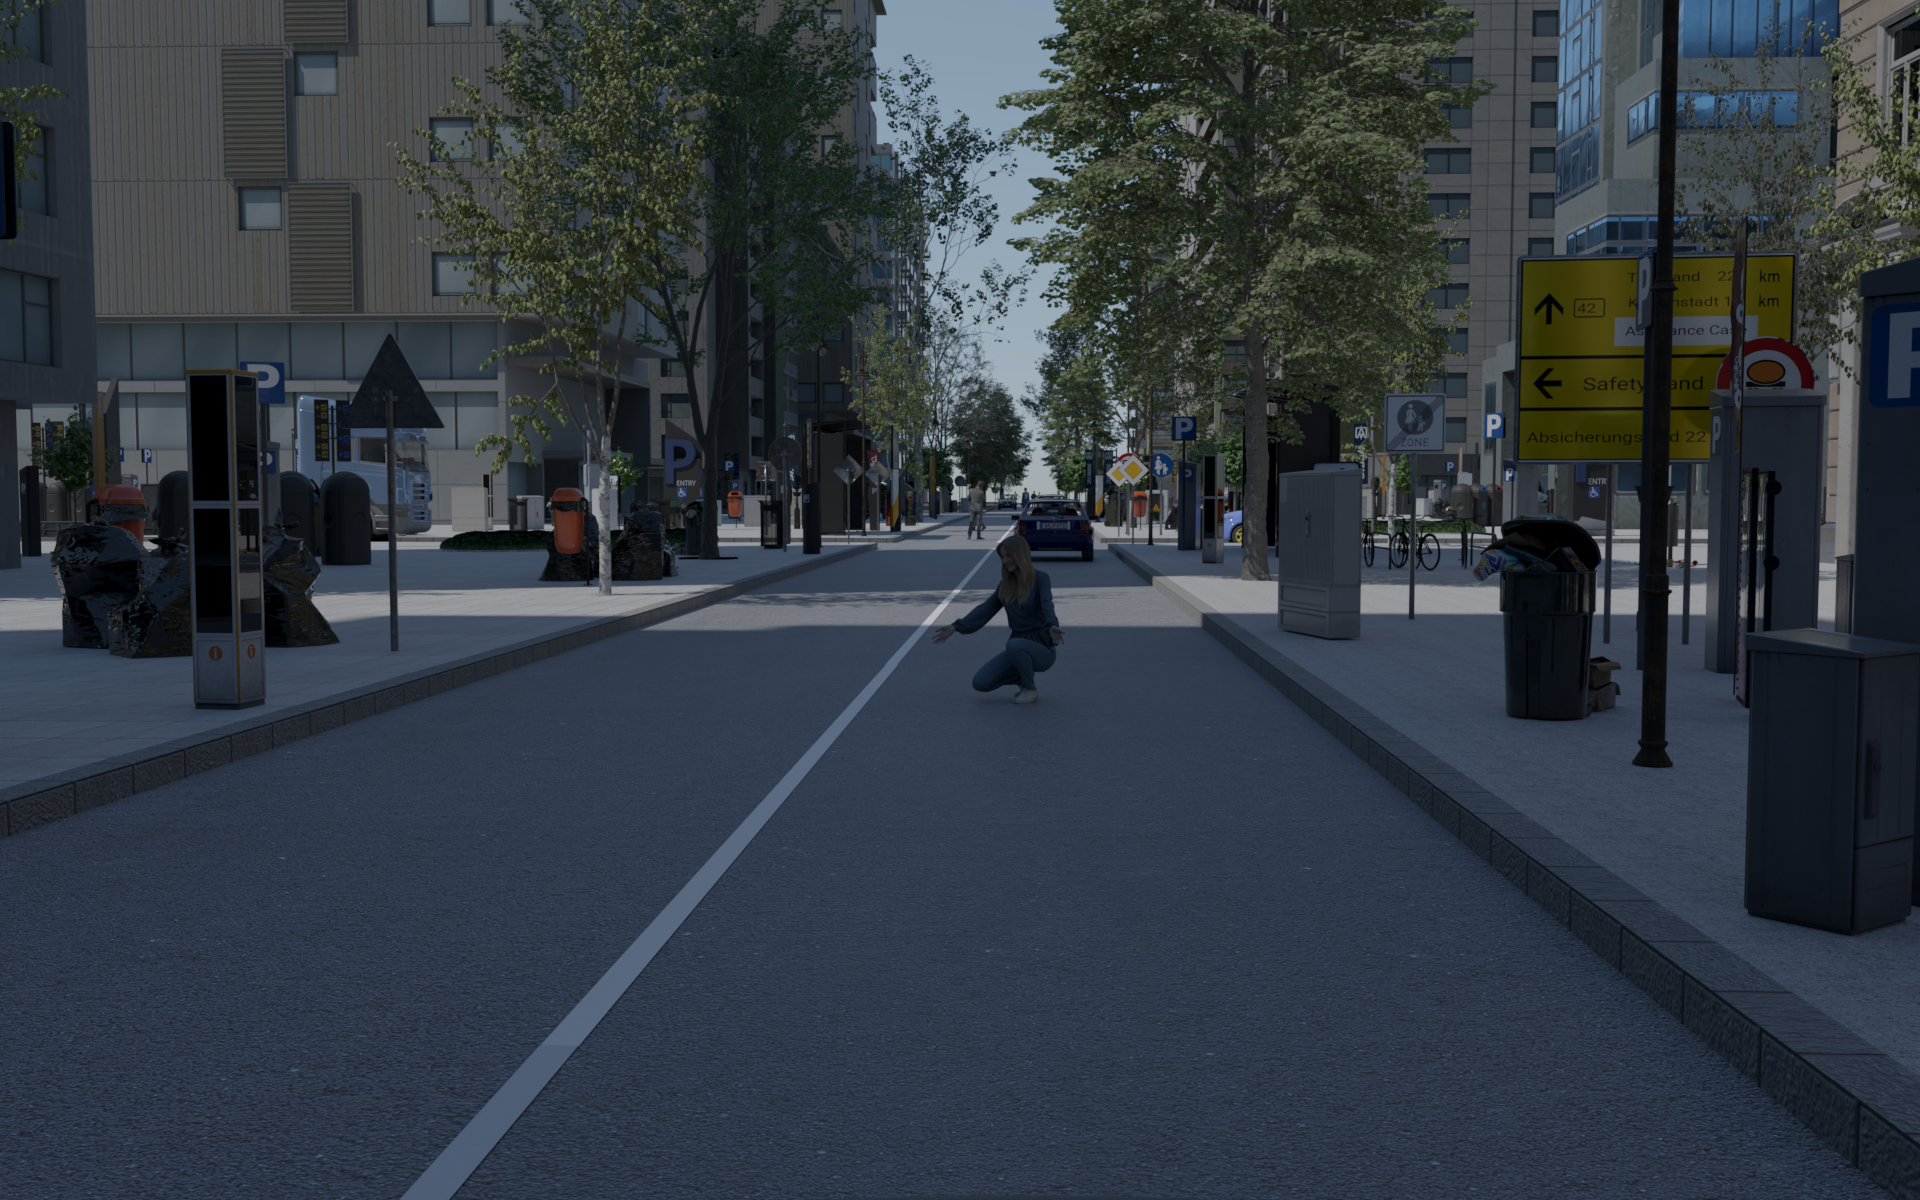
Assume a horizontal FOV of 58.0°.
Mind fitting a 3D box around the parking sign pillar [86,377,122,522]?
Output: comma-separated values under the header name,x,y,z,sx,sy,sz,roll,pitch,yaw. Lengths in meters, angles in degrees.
name,x,y,z,sx,sy,sz,roll,pitch,yaw
parking sign pillar,-19.475,-3.117,39.432,1.447,3.967,1.447,-1,4,-14

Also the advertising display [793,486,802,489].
name,x,y,z,sx,sy,sz,roll,pitch,yaw
advertising display,-9.731,-6.096,104.875,0.974,1.923,0.123,1,4,20

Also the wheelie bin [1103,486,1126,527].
name,x,y,z,sx,sy,sz,roll,pitch,yaw
wheelie bin,6.080,-3.664,67.818,0.693,1.594,0.980,3,5,40

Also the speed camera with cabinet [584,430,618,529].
name,x,y,z,sx,sy,sz,roll,pitch,yaw
speed camera with cabinet,-11.065,-3.607,53.313,0.660,3.252,2.038,-2,4,-25

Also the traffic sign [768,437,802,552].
name,x,y,z,sx,sy,sz,roll,pitch,yaw
traffic sign,-3.887,-2.343,38.413,0.768,2.556,0.104,1,4,9

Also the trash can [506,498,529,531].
name,x,y,z,sx,sy,sz,roll,pitch,yaw
trash can,-14.776,-2.830,57.932,0.748,1.137,0.748,0,3,0

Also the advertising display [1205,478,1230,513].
name,x,y,z,sx,sy,sz,roll,pitch,yaw
advertising display,10.522,-4.011,70.798,0.974,1.923,0.123,1,4,21

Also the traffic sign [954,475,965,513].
name,x,y,z,sx,sy,sz,roll,pitch,yaw
traffic sign,-0.017,-7.216,118.085,0.768,2.556,0.104,1,4,12

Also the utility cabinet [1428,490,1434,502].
name,x,y,z,sx,sy,sz,roll,pitch,yaw
utility cabinet,28.332,-5.779,103.163,0.318,1.500,1.173,-1,4,-16

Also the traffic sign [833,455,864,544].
name,x,y,z,sx,sy,sz,roll,pitch,yaw
traffic sign,-2.844,-2.487,44.298,0.795,2.450,0.064,0,4,3

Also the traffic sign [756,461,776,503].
name,x,y,z,sx,sy,sz,roll,pitch,yaw
traffic sign,-6.081,-3.191,54.303,0.606,2.300,0.079,0,4,3

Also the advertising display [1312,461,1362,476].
name,x,y,z,sx,sy,sz,roll,pitch,yaw
advertising display,7.447,-1.777,34.274,0.974,1.923,0.123,2,4,29

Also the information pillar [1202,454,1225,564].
name,x,y,z,sx,sy,sz,roll,pitch,yaw
information pillar,4.691,-1.685,32.049,0.304,2.012,0.304,3,4,38

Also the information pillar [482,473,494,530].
name,x,y,z,sx,sy,sz,roll,pitch,yaw
information pillar,-16.742,-3.482,61.415,0.304,2.012,0.304,0,4,1

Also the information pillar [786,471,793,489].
name,x,y,z,sx,sy,sz,roll,pitch,yaw
information pillar,-8.530,-5.838,86.798,0.183,3.616,0.504,-3,4,-38

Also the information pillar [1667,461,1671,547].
name,x,y,z,sx,sy,sz,roll,pitch,yaw
information pillar,17.176,-3.106,42.143,0.183,3.616,0.504,3,5,41

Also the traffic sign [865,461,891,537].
name,x,y,z,sx,sy,sz,roll,pitch,yaw
traffic sign,-2.471,-2.974,52.274,0.795,2.450,0.064,0,4,3

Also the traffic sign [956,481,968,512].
name,x,y,z,sx,sy,sz,roll,pitch,yaw
traffic sign,0.151,-7.403,121.037,0.884,2.594,0.081,1,4,9

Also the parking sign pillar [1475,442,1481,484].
name,x,y,z,sx,sy,sz,roll,pitch,yaw
parking sign pillar,27.288,-6.271,91.007,1.447,3.967,1.447,1,4,18

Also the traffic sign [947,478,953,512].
name,x,y,z,sx,sy,sz,roll,pitch,yaw
traffic sign,-0.857,-7.502,122.762,0.768,2.556,0.104,0,4,5

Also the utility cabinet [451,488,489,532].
name,x,y,z,sx,sy,sz,roll,pitch,yaw
utility cabinet,-16.541,-3.046,58.480,1.173,1.500,0.318,0,4,8

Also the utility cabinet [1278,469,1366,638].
name,x,y,z,sx,sy,sz,roll,pitch,yaw
utility cabinet,3.240,-0.430,15.702,0.318,1.500,1.173,-1,4,-12

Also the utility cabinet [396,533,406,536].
name,x,y,z,sx,sy,sz,roll,pitch,yaw
utility cabinet,-17.350,-2.692,52.687,1.173,1.500,0.318,2,4,35

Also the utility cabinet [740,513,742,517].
name,x,y,z,sx,sy,sz,roll,pitch,yaw
utility cabinet,-12.545,-5.255,97.085,1.020,1.237,0.306,2,4,31

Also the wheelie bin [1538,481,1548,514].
name,x,y,z,sx,sy,sz,roll,pitch,yaw
wheelie bin,13.478,-2.026,41.035,0.693,1.594,0.980,-2,4,-35

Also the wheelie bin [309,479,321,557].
name,x,y,z,sx,sy,sz,roll,pitch,yaw
wheelie bin,-13.361,-1.691,35.549,0.693,1.594,0.980,-3,4,-38

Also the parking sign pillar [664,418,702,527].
name,x,y,z,sx,sy,sz,roll,pitch,yaw
parking sign pillar,-9.832,-4.465,61.477,1.447,3.967,1.447,0,4,6

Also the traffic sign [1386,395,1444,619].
name,x,y,z,sx,sy,sz,roll,pitch,yaw
traffic sign,4.623,-0.950,17.666,0.606,2.300,0.079,0,4,7

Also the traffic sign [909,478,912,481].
name,x,y,z,sx,sy,sz,roll,pitch,yaw
traffic sign,-2.781,-6.476,105.991,0.768,2.556,0.104,1,4,9

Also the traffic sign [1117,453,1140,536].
name,x,y,z,sx,sy,sz,roll,pitch,yaw
traffic sign,5.194,-3.257,53.355,0.768,2.556,0.104,0,4,6

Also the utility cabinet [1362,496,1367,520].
name,x,y,z,sx,sy,sz,roll,pitch,yaw
utility cabinet,13.489,-2.971,59.744,1.020,1.237,0.306,0,4,-8

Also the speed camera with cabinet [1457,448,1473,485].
name,x,y,z,sx,sy,sz,roll,pitch,yaw
speed camera with cabinet,21.321,-4.811,72.994,0.660,3.252,2.038,1,4,15

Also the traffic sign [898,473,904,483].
name,x,y,z,sx,sy,sz,roll,pitch,yaw
traffic sign,-3.429,-5.713,93.410,0.884,2.594,0.081,1,4,9

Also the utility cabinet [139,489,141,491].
name,x,y,z,sx,sy,sz,roll,pitch,yaw
utility cabinet,-32.861,-3.720,69.501,0.318,1.500,1.173,1,4,22

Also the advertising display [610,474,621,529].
name,x,y,z,sx,sy,sz,roll,pitch,yaw
advertising display,-11.446,-3.157,56.837,0.974,1.923,0.123,3,5,44

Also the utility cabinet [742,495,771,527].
name,x,y,z,sx,sy,sz,roll,pitch,yaw
utility cabinet,-7.914,-3.456,67.667,1.020,1.237,0.306,0,4,-5

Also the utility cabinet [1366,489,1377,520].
name,x,y,z,sx,sy,sz,roll,pitch,yaw
utility cabinet,18.515,-4.330,79.472,1.173,1.500,0.318,1,4,8

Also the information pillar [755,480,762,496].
name,x,y,z,sx,sy,sz,roll,pitch,yaw
information pillar,-10.369,-5.179,89.175,0.304,2.012,0.304,-1,4,-9

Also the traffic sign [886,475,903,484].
name,x,y,z,sx,sy,sz,roll,pitch,yaw
traffic sign,-3.339,-5.381,87.983,0.884,2.594,0.081,0,4,6

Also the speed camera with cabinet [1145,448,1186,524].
name,x,y,z,sx,sy,sz,roll,pitch,yaw
speed camera with cabinet,9.022,-4.920,74.771,2.038,3.252,0.660,0,4,4

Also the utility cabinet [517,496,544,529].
name,x,y,z,sx,sy,sz,roll,pitch,yaw
utility cabinet,-15.518,-3.147,62.622,0.306,1.237,1.020,2,4,35

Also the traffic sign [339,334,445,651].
name,x,y,z,sx,sy,sz,roll,pitch,yaw
traffic sign,-4.618,-0.861,14.076,0.884,2.594,0.081,0,4,6

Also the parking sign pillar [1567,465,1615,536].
name,x,y,z,sx,sy,sz,roll,pitch,yaw
parking sign pillar,19.377,-3.956,53.156,1.447,3.967,1.447,0,4,-4

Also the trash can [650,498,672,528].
name,x,y,z,sx,sy,sz,roll,pitch,yaw
trash can,-9.718,-2.729,56.272,0.748,1.137,0.748,0,3,0

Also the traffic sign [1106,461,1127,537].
name,x,y,z,sx,sy,sz,roll,pitch,yaw
traffic sign,4.764,-2.953,51.917,0.795,2.450,0.064,0,4,3

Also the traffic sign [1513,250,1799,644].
name,x,y,z,sx,sy,sz,roll,pitch,yaw
traffic sign,5.873,-1.275,14.722,2.265,3.308,0.079,1,4,9

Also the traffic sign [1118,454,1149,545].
name,x,y,z,sx,sy,sz,roll,pitch,yaw
traffic sign,4.391,-2.465,43.940,0.795,2.450,0.064,0,4,3

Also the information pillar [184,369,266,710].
name,x,y,z,sx,sy,sz,roll,pitch,yaw
information pillar,-4.400,-0.360,10.386,0.304,2.012,0.304,1,4,8

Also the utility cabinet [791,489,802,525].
name,x,y,z,sx,sy,sz,roll,pitch,yaw
utility cabinet,-6.906,-3.849,71.614,1.173,1.500,0.318,0,4,7

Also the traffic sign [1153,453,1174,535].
name,x,y,z,sx,sy,sz,roll,pitch,yaw
traffic sign,6.264,-3.291,53.920,0.768,2.556,0.104,1,4,8

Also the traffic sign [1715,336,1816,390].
name,x,y,z,sx,sy,sz,roll,pitch,yaw
traffic sign,6.511,-0.855,14.087,0.768,2.556,0.104,0,4,8

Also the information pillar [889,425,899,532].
name,x,y,z,sx,sy,sz,roll,pitch,yaw
information pillar,-2.216,-4.119,58.699,0.183,3.616,0.504,1,4,20

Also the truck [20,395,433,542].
name,x,y,z,sx,sy,sz,roll,pitch,yaw
truck,-23.670,-3.580,48.286,18.799,4.110,2.967,0,4,1

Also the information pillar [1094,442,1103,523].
name,x,y,z,sx,sy,sz,roll,pitch,yaw
information pillar,6.278,-5.307,78.121,0.183,3.616,0.504,3,4,36
